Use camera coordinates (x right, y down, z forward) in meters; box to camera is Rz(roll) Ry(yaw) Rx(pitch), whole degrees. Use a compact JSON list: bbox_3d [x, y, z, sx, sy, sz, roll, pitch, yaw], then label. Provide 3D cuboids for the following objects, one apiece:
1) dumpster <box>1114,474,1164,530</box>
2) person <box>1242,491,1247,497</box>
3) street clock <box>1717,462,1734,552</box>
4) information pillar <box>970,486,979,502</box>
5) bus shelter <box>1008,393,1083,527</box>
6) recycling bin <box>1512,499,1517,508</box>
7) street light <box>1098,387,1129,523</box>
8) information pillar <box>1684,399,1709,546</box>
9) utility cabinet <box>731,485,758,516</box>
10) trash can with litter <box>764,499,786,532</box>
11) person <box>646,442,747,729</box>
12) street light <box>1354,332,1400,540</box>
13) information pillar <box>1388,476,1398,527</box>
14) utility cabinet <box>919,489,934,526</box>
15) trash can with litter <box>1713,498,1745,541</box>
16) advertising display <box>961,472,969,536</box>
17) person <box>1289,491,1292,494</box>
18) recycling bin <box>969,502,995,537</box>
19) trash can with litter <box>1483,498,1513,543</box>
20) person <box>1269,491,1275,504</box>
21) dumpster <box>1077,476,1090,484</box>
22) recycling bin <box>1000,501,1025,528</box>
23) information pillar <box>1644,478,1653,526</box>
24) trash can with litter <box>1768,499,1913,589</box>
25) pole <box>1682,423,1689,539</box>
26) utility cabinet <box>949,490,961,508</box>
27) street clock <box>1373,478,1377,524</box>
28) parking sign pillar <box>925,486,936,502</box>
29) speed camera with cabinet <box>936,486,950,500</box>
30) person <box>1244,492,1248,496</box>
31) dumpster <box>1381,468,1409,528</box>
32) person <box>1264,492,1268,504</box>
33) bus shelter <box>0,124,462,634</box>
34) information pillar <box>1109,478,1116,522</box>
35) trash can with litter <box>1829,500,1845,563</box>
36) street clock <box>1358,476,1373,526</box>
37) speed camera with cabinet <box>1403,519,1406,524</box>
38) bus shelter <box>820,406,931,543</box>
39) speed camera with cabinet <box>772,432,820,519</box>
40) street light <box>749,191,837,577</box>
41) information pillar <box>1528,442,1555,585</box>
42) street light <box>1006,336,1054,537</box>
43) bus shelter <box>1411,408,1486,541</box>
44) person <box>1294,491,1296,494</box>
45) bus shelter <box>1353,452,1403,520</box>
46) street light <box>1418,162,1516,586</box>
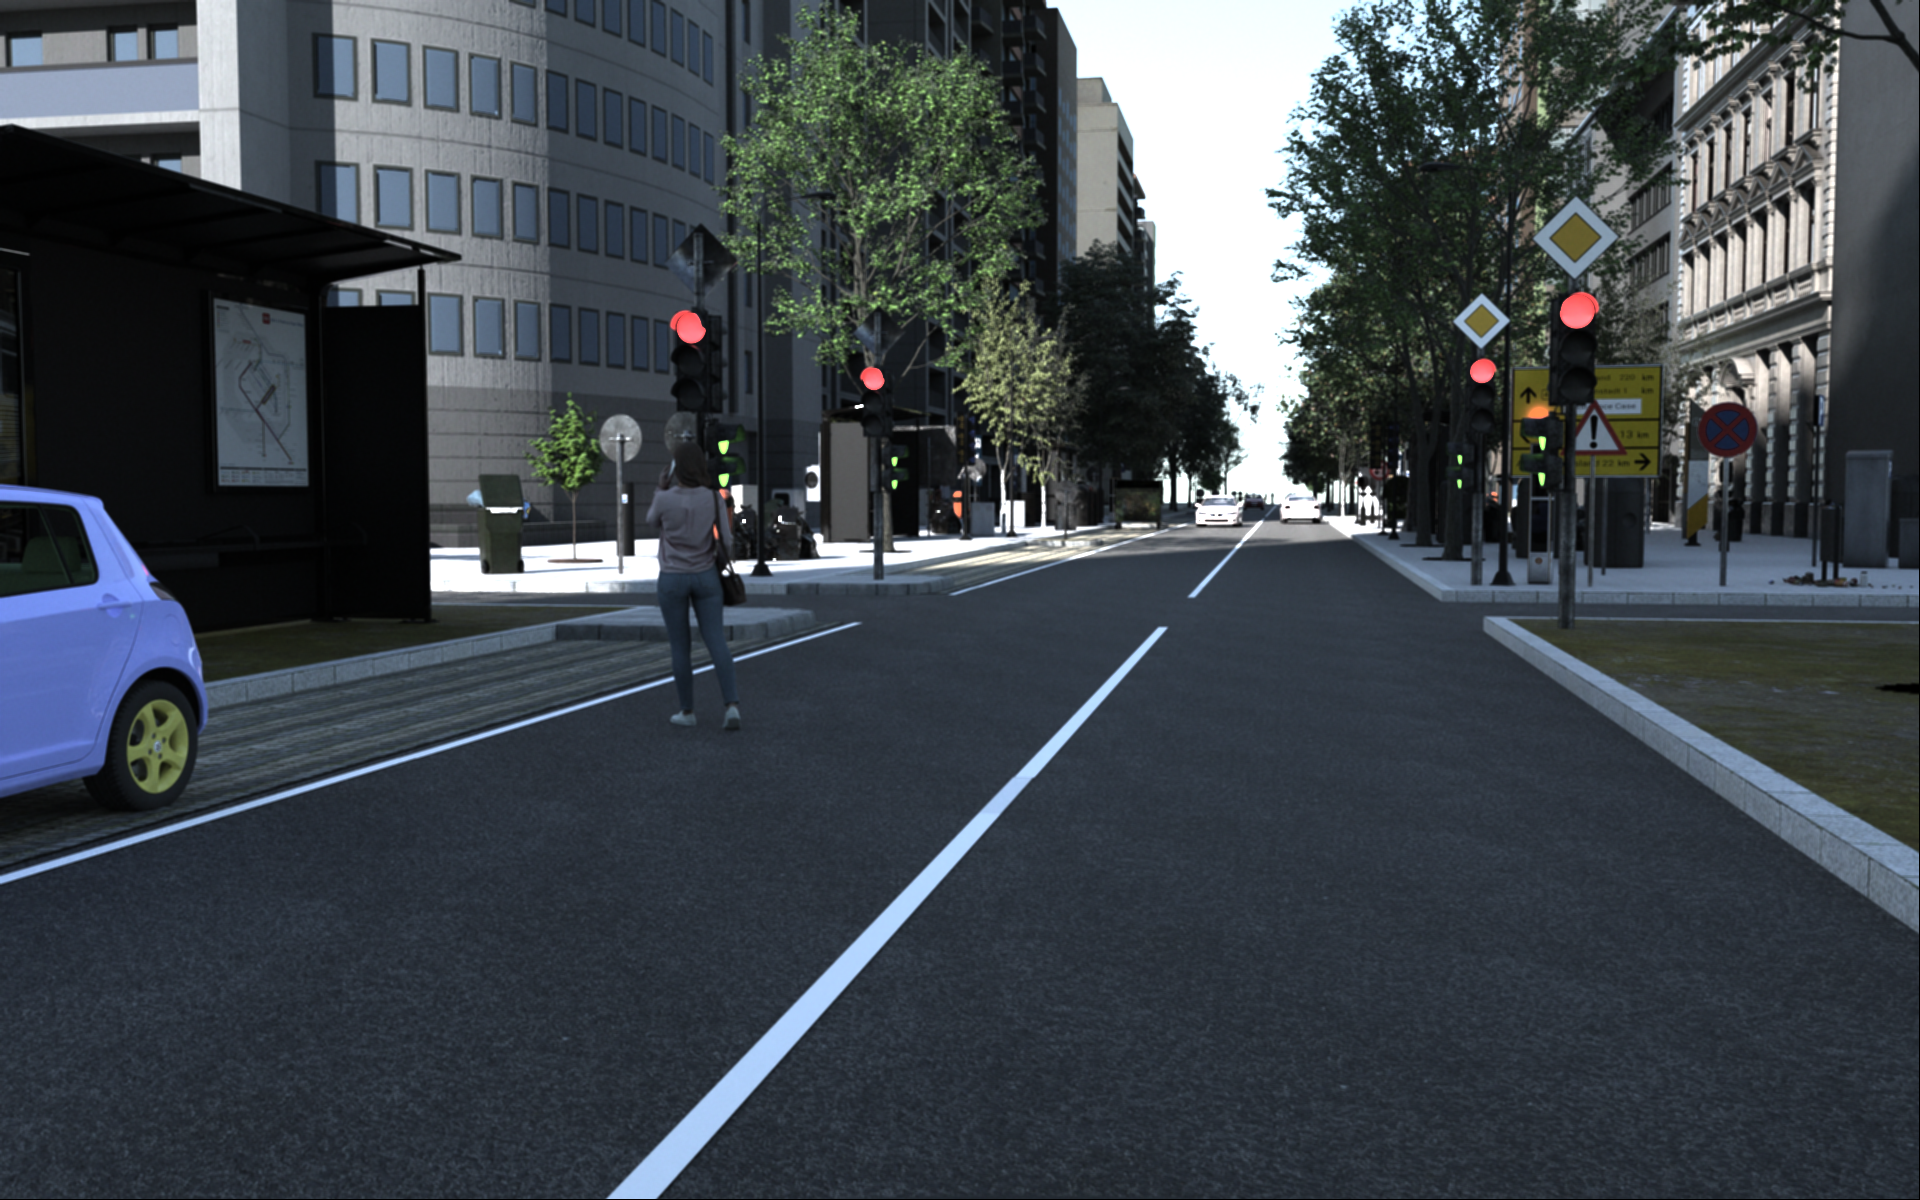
[{"bbox_3d":[7.204,-3.960,69.694,1.985,2.255,1.502,1,4,11],"label":"dumpster"},{"bbox_3d":[34.120,-12.125,207.270,0.750,1.759,0.617,0,4,4],"label":"person"},{"bbox_3d":[17.068,-2.083,38.629,0.358,2.002,0.471,2,4,31],"label":"street clock"},{"bbox_3d":[0.547,-3.948,69.039,0.304,2.012,0.304,3,4,36],"label":"information pillar"},{"bbox_3d":[3.470,-5.728,71.284,2.179,5.291,8.768,1,4,10],"label":"bus shelter"},{"bbox_3d":[26.353,-4.191,81.084,0.722,1.027,0.722,-1,4,-15],"label":"recycling bin"},{"bbox_3d":[6.664,-6.294,75.447,1.470,5.913,1.316,1,4,11],"label":"street light"},{"bbox_3d":[18.231,-3.146,42.800,0.504,3.616,0.183,0,4,3],"label":"information pillar"},{"bbox_3d":[-5.260,-2.081,42.705,0.318,1.500,1.173,1,4,18],"label":"utility cabinet"},{"bbox_3d":[-4.585,-1.846,41.561,0.624,1.170,1.055,2,4,28],"label":"trash can with litter"},{"bbox_3d":[-1.587,-0.093,10.616,0.593,1.750,0.643,-1,4,-20],"label":"person"},{"bbox_3d":[11.714,-4.665,48.818,1.470,5.913,1.316,1,4,11],"label":"street light"},{"bbox_3d":[17.100,-3.911,68.434,0.304,2.012,0.304,3,5,43],"label":"information pillar"},{"bbox_3d":[-1.368,-3.745,69.906,0.318,1.500,1.173,1,4,15],"label":"utility cabinet"},{"bbox_3d":[20.834,-2.182,47.062,0.624,1.170,1.055,0,4,-7],"label":"trash can with litter"},{"bbox_3d":[0.145,-2.741,50.030,0.123,1.923,0.974,0,4,-6],"label":"advertising display"},{"bbox_3d":[44.188,-13.643,231.641,1.350,1.814,0.705,0,4,6],"label":"person"},{"bbox_3d":[0.667,-2.450,52.616,0.722,1.027,0.722,0,4,-4],"label":"recycling bin"},{"bbox_3d":[14.243,-2.081,45.411,0.624,1.170,1.055,-3,5,-44],"label":"trash can with litter"},{"bbox_3d":[43.370,-14.192,240.620,0.705,1.814,1.350,-2,4,-29],"label":"person"},{"bbox_3d":[6.564,-5.635,94.619,1.502,2.255,1.985,1,4,11],"label":"dumpster"},{"bbox_3d":[2.006,-3.267,65.968,0.722,1.027,0.722,-2,4,-28],"label":"recycling bin"},{"bbox_3d":[27.602,-3.973,69.447,0.304,2.012,0.304,1,4,19],"label":"information pillar"},{"bbox_3d":[12.369,-0.830,24.621,1.678,1.210,2.233,1,4,10],"label":"trash can with litter"},{"bbox_3d":[20.827,-3.409,49.582,0.158,3.312,0.155,0,3,0],"label":"pole"},{"bbox_3d":[-0.239,-5.708,102.003,1.173,1.500,0.318,0,4,-3],"label":"utility cabinet"},{"bbox_3d":[17.862,-4.305,74.951,0.358,2.002,0.471,1,4,21],"label":"street clock"},{"bbox_3d":[-1.264,-5.225,73.899,1.447,3.967,1.447,0,4,-5],"label":"parking sign pillar"},{"bbox_3d":[-1.264,-5.543,84.969,0.660,3.252,2.038,-2,4,-32],"label":"speed camera with cabinet"},{"bbox_3d":[39.669,-14.058,239.163,1.217,1.723,0.721,-2,4,-24],"label":"person"},{"bbox_3d":[16.692,-3.859,65.595,1.502,2.255,1.985,1,4,10],"label":"dumpster"},{"bbox_3d":[43.942,-14.623,248.120,0.750,1.759,0.617,3,5,45],"label":"person"},{"bbox_3d":[-6.300,-1.405,14.254,1.731,3.624,6.357,1,4,11],"label":"bus shelter"},{"bbox_3d":[6.953,-4.518,78.355,0.304,2.012,0.304,-2,4,-33],"label":"information pillar"},{"bbox_3d":[16.574,-1.274,32.216,0.624,1.170,1.055,0,4,6],"label":"trash can with litter"},{"bbox_3d":[16.244,-3.988,69.775,0.358,2.002,0.471,-1,4,-21],"label":"street clock"},{"bbox_3d":[18.128,-4.552,68.753,0.660,3.252,2.038,2,4,27],"label":"speed camera with cabinet"},{"bbox_3d":[-2.263,-3.472,48.049,1.731,3.624,6.357,1,4,11],"label":"bus shelter"},{"bbox_3d":[-5.138,-3.761,55.825,2.038,3.252,0.660,2,4,35],"label":"speed camera with cabinet"},{"bbox_3d":[-2.578,-3.319,26.802,1.470,5.913,1.316,1,4,11],"label":"street light"},{"bbox_3d":[8.273,-1.232,24.637,0.304,2.012,0.304,2,4,29],"label":"information pillar"},{"bbox_3d":[2.065,-4.805,51.102,1.470,5.913,1.316,1,4,11],"label":"street light"},{"bbox_3d":[14.111,-3.606,50.239,1.731,3.624,6.357,1,4,11],"label":"bus shelter"},{"bbox_3d":[46.078,-14.060,238.519,1.348,1.807,0.705,0,4,-4],"label":"person"},{"bbox_3d":[19.635,-5.365,81.638,2.014,3.302,5.546,1,4,11],"label":"bus shelter"},{"bbox_3d":[7.114,-3.167,24.319,1.470,5.913,1.316,1,4,11],"label":"street light"}]
